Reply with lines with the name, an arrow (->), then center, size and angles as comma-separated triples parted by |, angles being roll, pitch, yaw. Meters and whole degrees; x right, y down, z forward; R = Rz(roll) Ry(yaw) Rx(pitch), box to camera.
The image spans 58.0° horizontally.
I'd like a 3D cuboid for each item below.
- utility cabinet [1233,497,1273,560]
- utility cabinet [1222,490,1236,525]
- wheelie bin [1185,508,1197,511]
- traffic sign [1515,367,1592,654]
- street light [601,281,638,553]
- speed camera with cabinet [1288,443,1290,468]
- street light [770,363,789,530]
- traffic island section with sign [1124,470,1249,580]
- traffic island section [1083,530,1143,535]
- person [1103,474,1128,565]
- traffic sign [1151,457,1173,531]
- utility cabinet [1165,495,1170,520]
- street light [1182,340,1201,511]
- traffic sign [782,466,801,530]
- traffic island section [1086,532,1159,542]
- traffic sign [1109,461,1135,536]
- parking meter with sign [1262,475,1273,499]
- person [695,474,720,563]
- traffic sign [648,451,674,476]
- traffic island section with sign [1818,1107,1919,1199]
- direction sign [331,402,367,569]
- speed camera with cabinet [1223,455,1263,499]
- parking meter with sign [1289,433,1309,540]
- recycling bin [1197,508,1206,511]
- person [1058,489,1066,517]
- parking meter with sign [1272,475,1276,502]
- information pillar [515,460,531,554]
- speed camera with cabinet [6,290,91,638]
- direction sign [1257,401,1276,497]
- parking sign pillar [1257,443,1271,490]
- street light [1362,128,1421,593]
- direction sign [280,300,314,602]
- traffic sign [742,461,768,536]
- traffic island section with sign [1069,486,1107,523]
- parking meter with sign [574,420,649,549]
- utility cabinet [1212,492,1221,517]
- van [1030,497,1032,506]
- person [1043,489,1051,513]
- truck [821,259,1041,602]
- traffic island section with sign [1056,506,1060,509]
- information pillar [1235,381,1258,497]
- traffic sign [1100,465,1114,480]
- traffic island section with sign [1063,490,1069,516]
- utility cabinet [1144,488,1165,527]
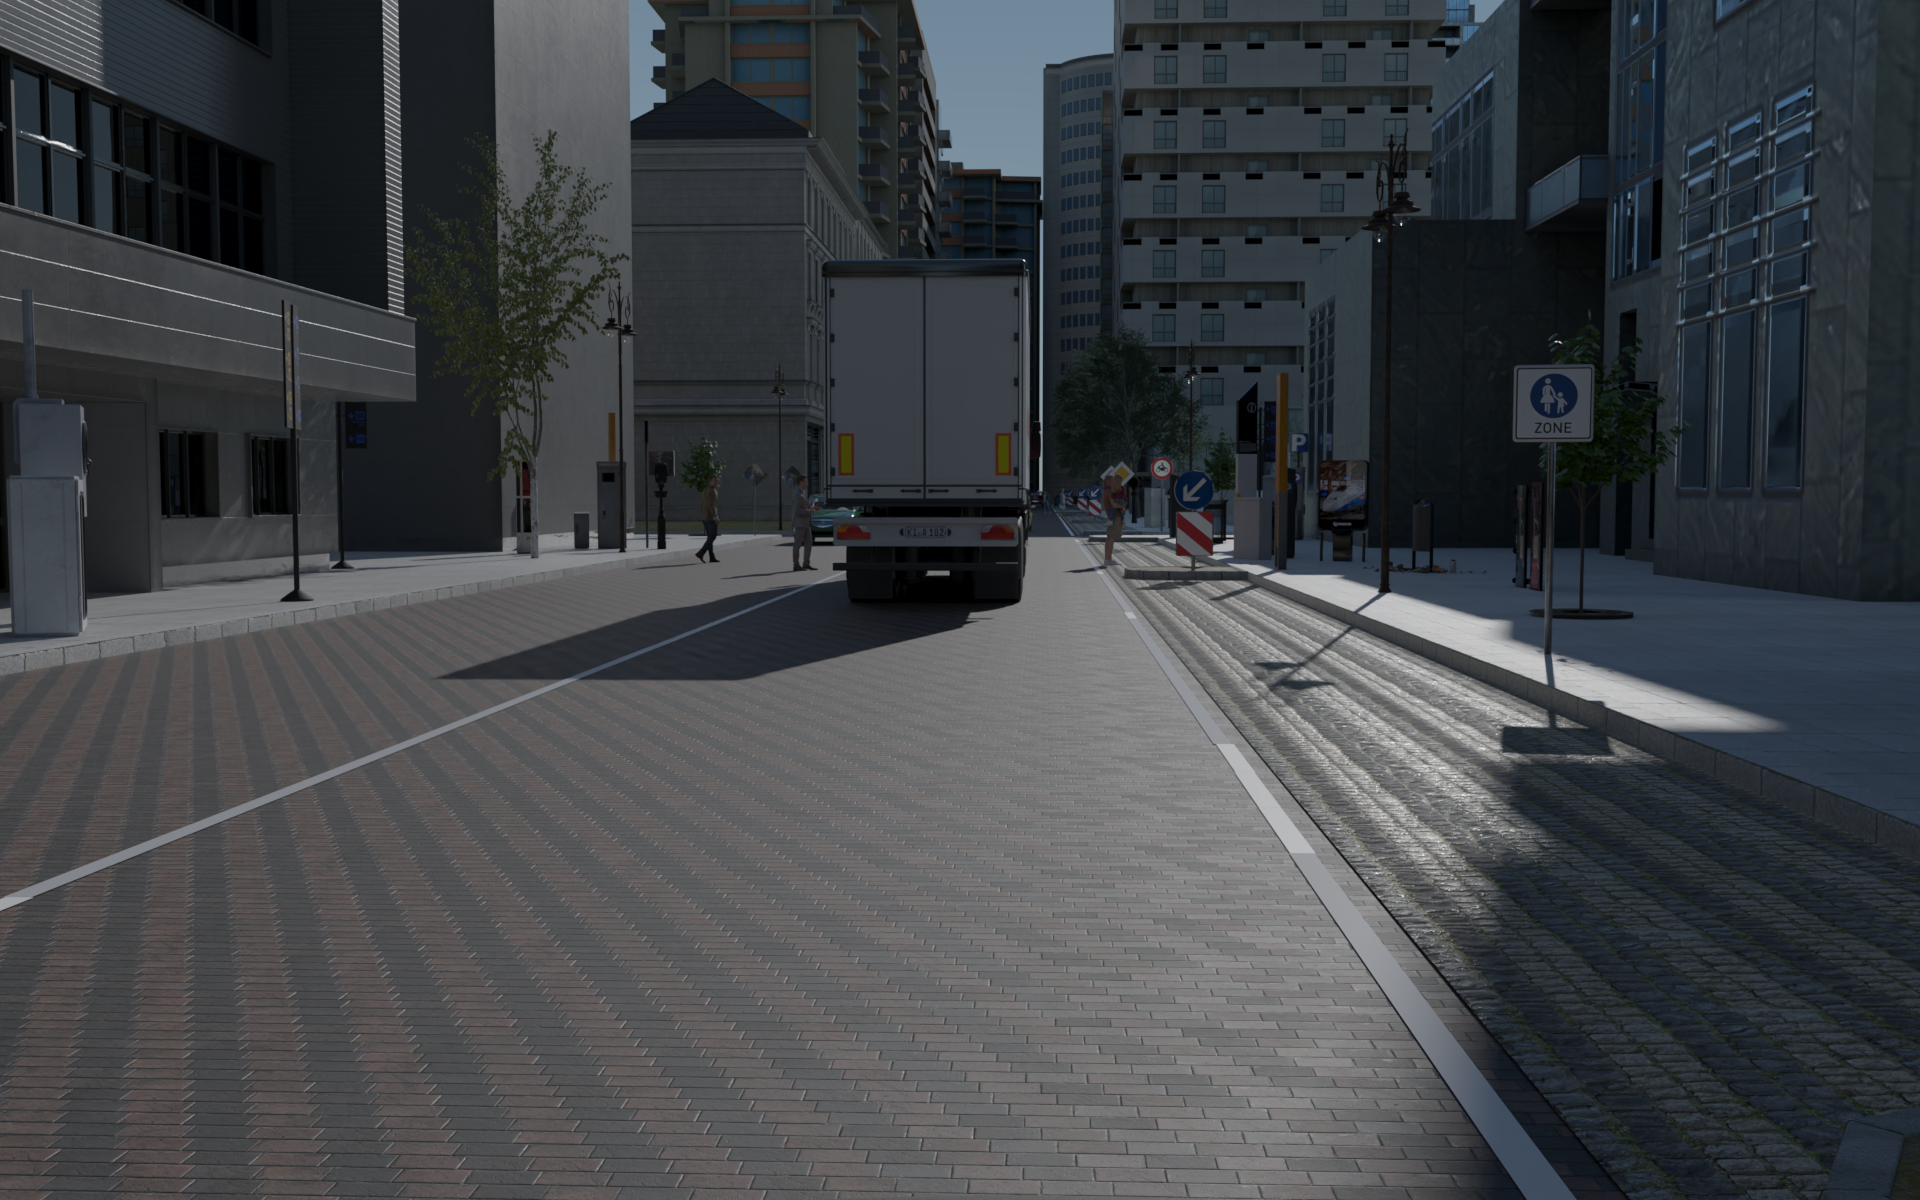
utility cabinet -> 5.775, -1.406, 34.156 | 0.306, 1.237, 1.020 | -1, 4, -21
utility cabinet -> 11.209, -3.766, 70.246 | 0.318, 1.500, 1.173 | -2, 4, -24
wheelie bin -> 17.874, -7.752, 134.659 | 0.693, 1.594, 0.980 | -2, 4, -29
traffic sign -> 4.704, -0.713, 13.794 | 0.606, 2.300, 0.079 | 1, 4, 11
street light -> -7.398, -3.975, 37.785 | 0.468, 5.910, 1.993 | 0, 4, 3
speed camera with cabinet -> 13.246, -4.417, 66.557 | 0.660, 3.252, 2.038 | -2, 4, -34
street light -> -6.357, -5.408, 61.217 | 0.468, 5.910, 1.993 | 0, 4, 3
traffic island section with sign -> 3.826, -1.282, 29.589 | 1.989, 1.847, 2.006 | 0, 4, 3
traffic island section -> 5.305, -2.340, 60.546 | 2.009, 0.180, 2.903 | 0, 4, 3
person -> 3.079, -1.605, 34.722 | 0.580, 1.828, 0.573 | 3, 4, 38
traffic sign -> 6.966, -3.649, 59.769 | 0.768, 2.556, 0.104 | 0, 4, 5
utility cabinet -> 10.021, -4.513, 84.947 | 1.020, 1.237, 0.306 | -1, 4, -21
street light -> 6.933, -4.845, 51.995 | 0.468, 5.910, 1.993 | 0, 4, 3
traffic sign -> -5.899, -3.510, 61.024 | 0.795, 2.450, 0.064 | 0, 4, 3
traffic island section -> 4.923, -1.853, 52.570 | 2.009, 0.180, 2.903 | 0, 4, 3
traffic sign -> 4.899, -2.988, 52.494 | 0.795, 2.450, 0.064 | 0, 4, 3
parking meter with sign -> 12.552, -4.492, 69.701 | 1.738, 3.016, 0.543 | 1, 4, 20
person -> -5.199, -1.688, 36.011 | 0.656, 1.842, 0.836 | 2, 4, 31
traffic sign -> -7.014, -2.359, 40.696 | 0.606, 2.300, 0.079 | 0, 4, 4
traffic island section with sign -> 2.537, 0.365, 2.665 | 1.989, 1.847, 2.006 | 0, 4, 3
direction sign -> -10.621, -2.305, 29.691 | 0.876, 3.537, 0.379 | -1, 4, -22
speed camera with cabinet -> 12.890, -5.113, 77.929 | 2.038, 3.252, 0.660 | 2, 4, 35
parking meter with sign -> 9.468, -3.216, 48.846 | 0.543, 3.016, 1.738 | 1, 4, 16
recycling bin -> 10.850, -4.072, 79.137 | 0.722, 1.027, 0.722 | 0, 4, 6
person -> 6.444, -6.165, 109.651 | 0.624, 1.780, 0.694 | 0, 4, -6
parking meter with sign -> 12.462, -4.147, 64.060 | 1.738, 3.016, 0.543 | -3, 4, -36
information pillar -> -9.313, -1.994, 37.092 | 0.304, 2.012, 0.304 | -2, 4, -35
speed camera with cabinet -> -8.581, -1.345, 16.325 | 0.660, 3.252, 2.038 | -2, 4, -24
direction sign -> 7.324, -3.078, 42.324 | 0.876, 3.537, 0.379 | 1, 4, 10
parking sign pillar -> 15.778, -6.268, 90.950 | 1.447, 3.967, 1.447 | -1, 4, -22
street light -> 5.537, -3.034, 22.400 | 0.468, 5.910, 1.993 | 0, 4, 3
direction sign -> -7.962, -1.755, 20.698 | 0.379, 3.537, 0.876 | -1, 4, -10
traffic sign -> -6.281, -3.022, 53.048 | 0.795, 2.450, 0.064 | 0, 4, 3
traffic island section with sign -> 6.502, -4.678, 85.115 | 1.989, 1.847, 2.006 | 0, 4, 3
parking meter with sign -> -8.227, -2.726, 40.837 | 1.738, 3.016, 0.543 | -1, 4, -11
utility cabinet -> 14.058, -5.240, 94.349 | 1.173, 1.500, 0.318 | 1, 4, 18
van -> 4.936, -8.283, 142.441 | 2.013, 2.044, 4.112 | 0, 4, 4
person -> 6.435, -7.381, 129.530 | 0.623, 1.781, 0.721 | 2, 4, 35
truck -> -0.178, -2.287, 26.314 | 2.839, 4.237, 11.283 | 0, 4, 3
traffic island section with sign -> 10.189, -9.407, 162.435 | 1.989, 1.847, 2.006 | 0, 4, 3
information pillar -> 5.944, -2.723, 35.872 | 0.504, 3.616, 0.183 | -2, 4, -25
traffic sign -> 5.282, -3.476, 60.470 | 0.795, 2.450, 0.064 | 0, 4, 3
traffic island section with sign -> 7.777, -6.325, 112.041 | 1.989, 1.847, 2.006 | 0, 4, 3
utility cabinet -> 7.479, -3.529, 66.375 | 0.318, 1.500, 1.173 | 2, 4, 34
